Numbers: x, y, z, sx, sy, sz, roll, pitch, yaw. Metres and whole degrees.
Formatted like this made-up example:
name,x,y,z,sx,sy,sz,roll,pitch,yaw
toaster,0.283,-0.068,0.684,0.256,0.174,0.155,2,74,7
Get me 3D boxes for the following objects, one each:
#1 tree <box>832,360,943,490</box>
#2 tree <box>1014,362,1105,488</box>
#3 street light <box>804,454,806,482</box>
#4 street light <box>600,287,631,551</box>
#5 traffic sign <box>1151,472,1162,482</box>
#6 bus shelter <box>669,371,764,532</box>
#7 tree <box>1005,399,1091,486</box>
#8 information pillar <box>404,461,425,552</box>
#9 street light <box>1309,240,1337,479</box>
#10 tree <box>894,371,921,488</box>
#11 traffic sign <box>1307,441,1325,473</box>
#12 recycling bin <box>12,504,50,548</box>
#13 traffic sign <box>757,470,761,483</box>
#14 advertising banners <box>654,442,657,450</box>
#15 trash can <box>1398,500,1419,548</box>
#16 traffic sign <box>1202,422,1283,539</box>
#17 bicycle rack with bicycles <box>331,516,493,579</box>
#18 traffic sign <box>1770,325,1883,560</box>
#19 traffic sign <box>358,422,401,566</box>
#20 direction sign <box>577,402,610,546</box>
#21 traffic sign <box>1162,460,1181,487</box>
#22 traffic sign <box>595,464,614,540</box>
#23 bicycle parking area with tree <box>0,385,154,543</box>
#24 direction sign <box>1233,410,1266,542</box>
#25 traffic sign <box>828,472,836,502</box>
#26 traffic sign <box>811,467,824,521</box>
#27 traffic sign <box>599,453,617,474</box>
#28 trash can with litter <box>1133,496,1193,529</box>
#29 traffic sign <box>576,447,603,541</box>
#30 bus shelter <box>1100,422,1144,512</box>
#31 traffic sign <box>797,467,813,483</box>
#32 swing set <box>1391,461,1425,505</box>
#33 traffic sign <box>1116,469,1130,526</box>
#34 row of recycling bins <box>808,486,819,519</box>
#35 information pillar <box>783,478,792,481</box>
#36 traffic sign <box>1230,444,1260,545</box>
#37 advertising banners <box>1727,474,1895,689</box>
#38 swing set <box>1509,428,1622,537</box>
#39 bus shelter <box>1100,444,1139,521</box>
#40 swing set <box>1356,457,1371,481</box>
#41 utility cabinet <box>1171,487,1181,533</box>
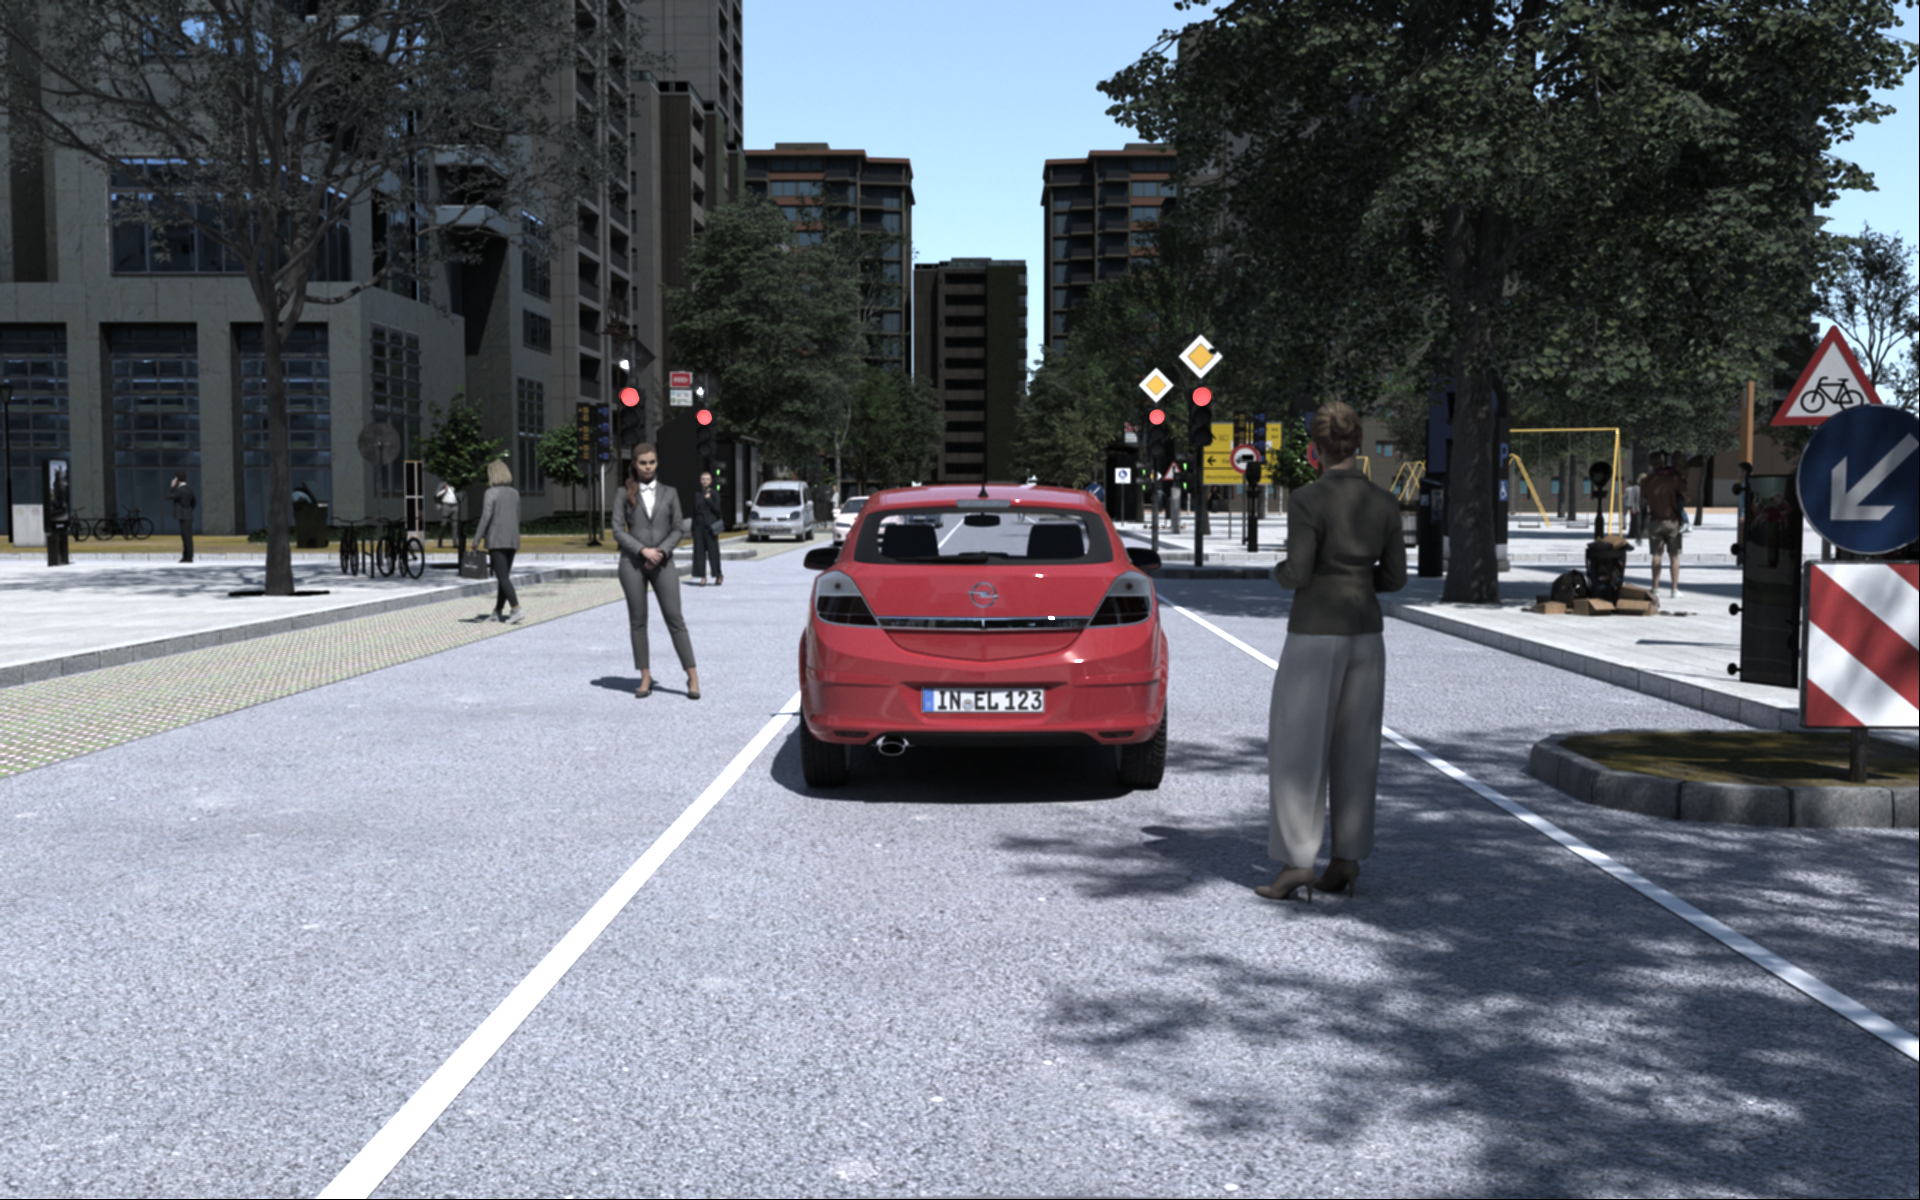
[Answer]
name,x,y,z,sx,sy,sz,roll,pitch,yaw
tree,-6.233,-14.156,148.453,9.611,12.733,9.660,0,3,0
tree,8.000,-13.992,146.895,7.486,12.596,7.792,0,3,0
street light,-7.068,-6.489,78.888,0.468,5.910,1.993,0,4,1
street light,-7.668,-4.046,38.935,0.468,5.910,1.993,0,4,1
traffic sign,9.864,-5.389,87.850,0.795,2.593,0.064,1,4,9
bus shelter,-8.357,-4.993,59.260,2.179,5.291,8.768,0,4,1
tree,9.169,-16.162,181.260,9.611,12.733,9.660,0,3,0
information pillar,-12.149,-2.084,38.570,0.304,2.012,0.304,1,4,14
street light,6.237,-3.491,29.861,0.468,5.910,1.993,0,4,1
tree,-5.898,-16.654,178.944,9.857,13.997,8.962,0,3,0
traffic sign,7.889,-2.290,37.541,0.768,2.556,0.104,0,4,5
recycling bin,-22.356,-1.788,41.795,0.722,1.027,0.722,-1,4,-8
traffic sign,-10.578,-5.434,88.949,0.768,2.556,0.104,0,4,7
advertising banners,-10.082,-3.872,59.490,0.090,3.025,2.074,1,4,13
trash can,10.669,-1.820,41.404,0.748,1.137,0.748,0,3,0
traffic sign,7.965,-3.367,48.921,2.265,3.308,0.079,0,4,4
bicycle rack with bicycles,-8.520,-0.848,27.251,2.852,0.926,2.925,-1,4,-22
traffic sign,6.731,-0.821,13.434,0.884,2.594,0.081,1,4,10
traffic sign,-10.270,-1.867,30.630,0.768,2.556,0.104,0,4,2
direction sign,-9.091,-3.119,42.997,0.876,3.537,0.379,-3,5,-40
traffic sign,8.132,-4.030,65.887,0.884,2.594,0.081,1,4,8
traffic sign,-10.005,-2.943,48.221,0.768,2.556,0.104,1,4,11
bicycle parking area with tree,-27.409,-3.642,46.549,8.231,4.147,9.016,2,4,32
direction sign,7.789,-3.342,46.638,0.876,3.537,0.379,1,4,22
traffic sign,-7.578,-6.134,100.402,0.768,2.556,0.104,1,4,9
traffic sign,-6.798,-5.009,82.004,0.768,2.556,0.104,0,4,8
traffic sign,-9.742,-2.904,47.206,0.795,2.593,0.064,0,4,5
trash can with litter,7.498,-3.236,63.962,2.233,1.210,1.678,2,4,24
traffic sign,-10.014,-2.858,46.837,0.768,2.556,0.104,1,4,10
bus shelter,8.776,-7.130,94.202,2.179,5.291,8.768,0,4,1
traffic sign,-7.279,-4.965,81.290,0.768,2.556,0.104,1,4,10
swing set,22.167,-5.329,84.757,2.862,2.851,3.119,0,4,2
traffic sign,6.427,-4.055,68.429,0.606,2.300,0.079,0,4,1
row of recycling bins,-8.247,-5.128,90.955,1.069,1.692,3.534,-1,4,-20
information pillar,-7.843,-4.544,78.794,0.304,2.012,0.304,3,4,38
traffic sign,7.196,-2.673,43.814,0.768,2.556,0.104,0,4,5
advertising banners,5.710,-0.898,10.876,0.090,3.025,2.074,-1,4,-22
swing set,14.401,-2.691,41.613,3.119,2.851,2.862,2,4,27
bus shelter,7.891,-5.708,84.616,1.731,3.624,6.357,0,4,1
swing set,15.971,-4.641,73.504,3.119,2.851,2.862,2,4,28
utility cabinet,7.024,-2.912,56.295,0.318,1.500,1.173,0,4,6
